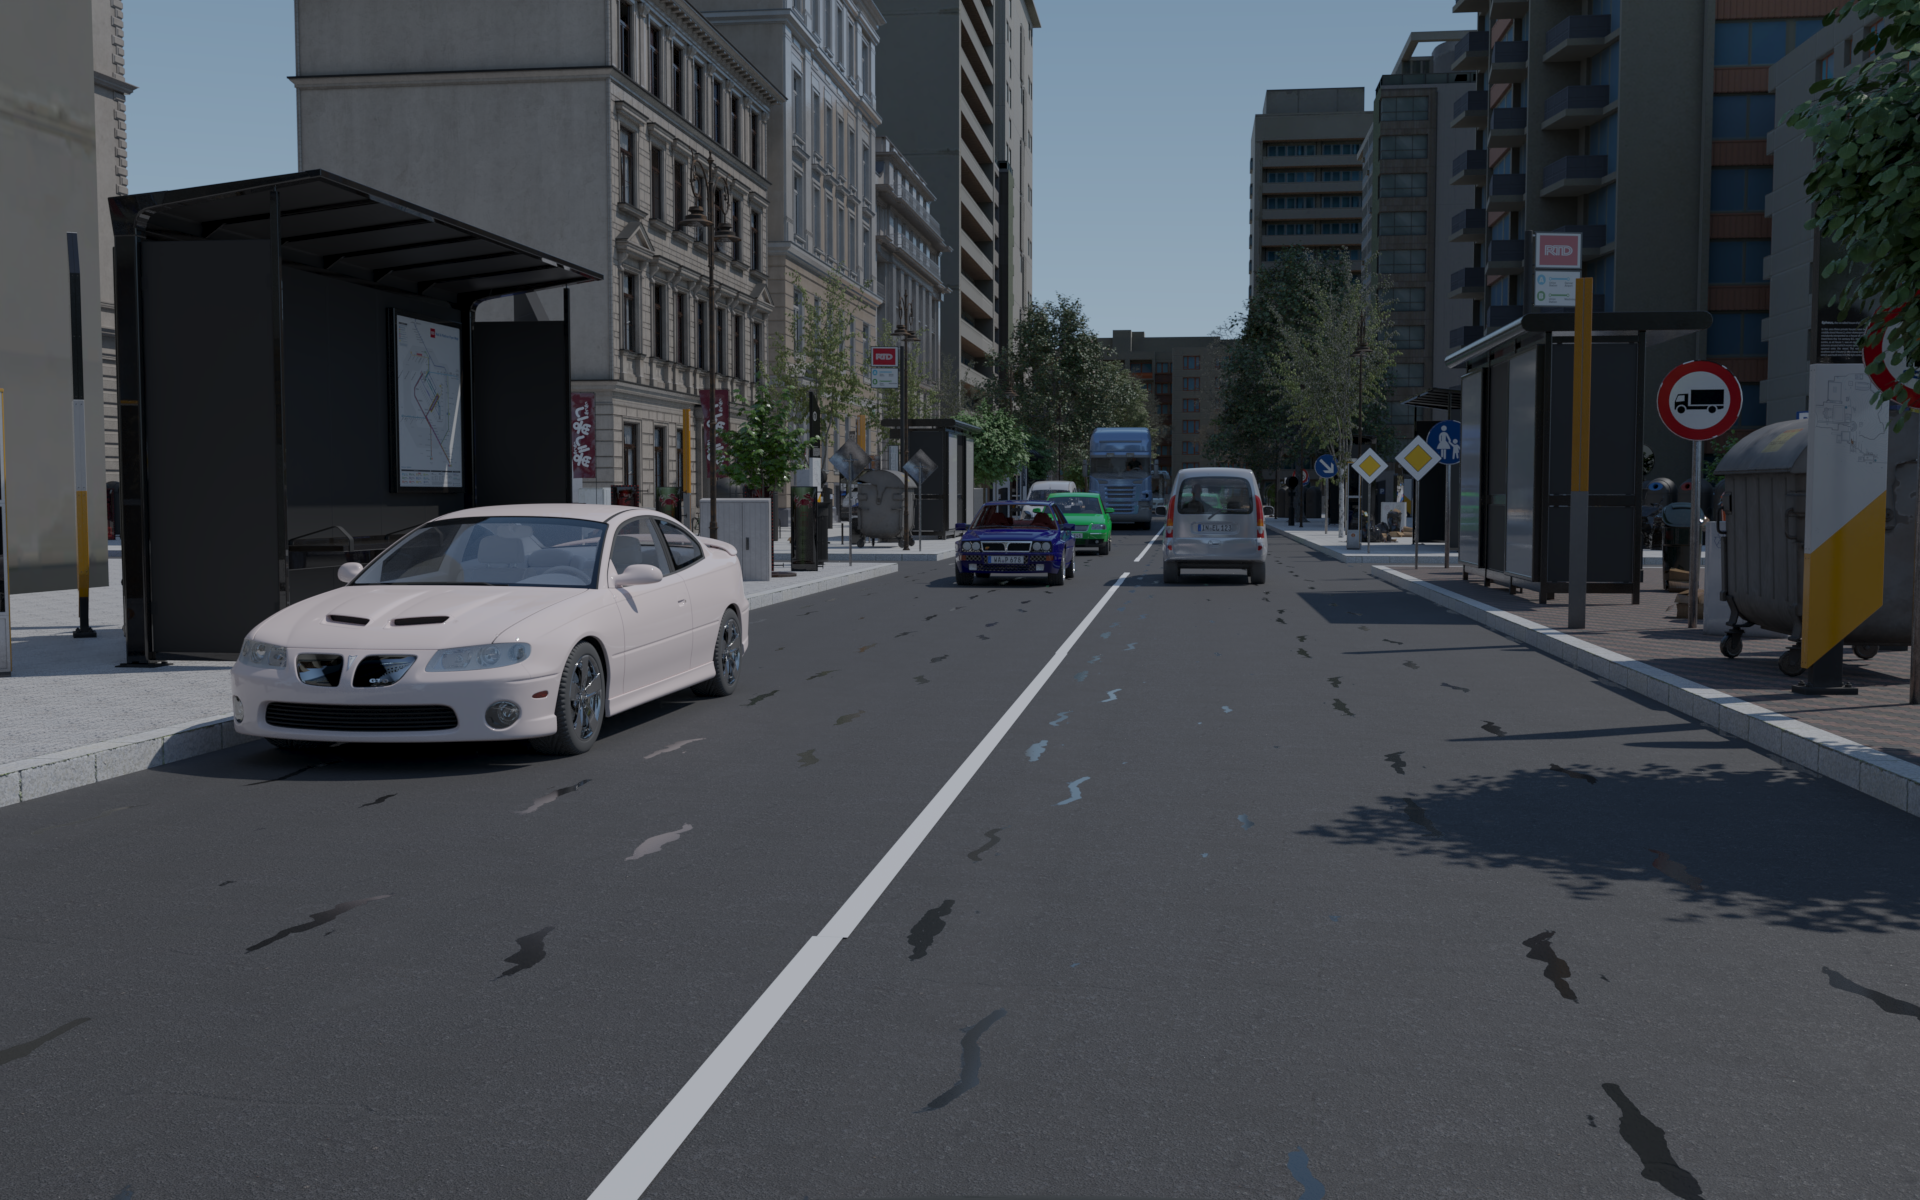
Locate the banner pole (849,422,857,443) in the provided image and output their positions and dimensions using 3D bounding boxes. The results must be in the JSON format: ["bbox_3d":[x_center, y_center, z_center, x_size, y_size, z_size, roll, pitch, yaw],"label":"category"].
[{"bbox_3d":[-3.671,-4.295,60.243,0.401,3.779,0.863,-2,4,-30],"label":"banner pole"}]

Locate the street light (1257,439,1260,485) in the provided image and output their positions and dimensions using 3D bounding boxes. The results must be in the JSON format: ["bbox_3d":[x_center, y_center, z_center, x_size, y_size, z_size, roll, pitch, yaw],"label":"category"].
[{"bbox_3d":[19.014,-8.430,110.617,0.468,5.910,1.993,0,4,8],"label":"street light"}]

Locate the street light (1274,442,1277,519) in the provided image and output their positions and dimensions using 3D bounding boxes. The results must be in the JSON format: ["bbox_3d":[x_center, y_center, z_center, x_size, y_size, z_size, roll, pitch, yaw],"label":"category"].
[{"bbox_3d":[16.139,-7.068,88.355,0.468,5.910,1.993,0,4,8],"label":"street light"}]

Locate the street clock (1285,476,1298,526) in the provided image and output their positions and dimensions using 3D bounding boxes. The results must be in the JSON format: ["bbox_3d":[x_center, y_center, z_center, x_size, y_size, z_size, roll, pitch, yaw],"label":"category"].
[{"bbox_3d":[13.384,-3.995,69.890,0.471,2.002,0.358,-1,4,-22],"label":"street clock"}]

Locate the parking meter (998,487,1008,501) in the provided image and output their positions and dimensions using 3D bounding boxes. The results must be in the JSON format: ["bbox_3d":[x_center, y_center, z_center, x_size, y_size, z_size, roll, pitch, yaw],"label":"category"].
[{"bbox_3d":[1.653,-3.554,66.518,0.372,1.533,0.369,0,3,0],"label":"parking meter"}]

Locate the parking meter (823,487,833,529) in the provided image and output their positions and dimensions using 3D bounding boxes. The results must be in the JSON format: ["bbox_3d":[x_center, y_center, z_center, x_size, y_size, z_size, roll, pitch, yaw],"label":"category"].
[{"bbox_3d":[-4.876,-3.389,63.816,0.372,1.533,0.369,0,3,0],"label":"parking meter"}]

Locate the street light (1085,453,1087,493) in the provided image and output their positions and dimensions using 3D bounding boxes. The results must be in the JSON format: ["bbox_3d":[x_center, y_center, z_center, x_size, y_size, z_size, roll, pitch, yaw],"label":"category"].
[{"bbox_3d":[7.703,-8.143,105.930,0.468,5.910,1.993,0,4,8],"label":"street light"}]

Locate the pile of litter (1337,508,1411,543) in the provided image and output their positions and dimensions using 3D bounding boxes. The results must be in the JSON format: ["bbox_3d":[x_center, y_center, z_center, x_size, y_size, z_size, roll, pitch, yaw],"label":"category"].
[{"bbox_3d":[10.917,-1.973,46.225,1.176,0.858,1.719,-2,4,-26],"label":"pile of litter"}]

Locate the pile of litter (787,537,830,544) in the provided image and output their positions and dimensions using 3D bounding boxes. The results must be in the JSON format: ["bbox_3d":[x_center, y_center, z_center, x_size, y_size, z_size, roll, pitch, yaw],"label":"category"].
[{"bbox_3d":[-3.908,-1.892,44.902,1.176,0.858,1.719,0,4,5],"label":"pile of litter"}]

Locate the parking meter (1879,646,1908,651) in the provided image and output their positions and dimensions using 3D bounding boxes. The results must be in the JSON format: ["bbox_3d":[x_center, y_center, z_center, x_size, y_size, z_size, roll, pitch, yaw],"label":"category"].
[{"bbox_3d":[7.652,-0.523,14.266,0.399,1.863,0.255,1,4,18],"label":"parking meter"}]

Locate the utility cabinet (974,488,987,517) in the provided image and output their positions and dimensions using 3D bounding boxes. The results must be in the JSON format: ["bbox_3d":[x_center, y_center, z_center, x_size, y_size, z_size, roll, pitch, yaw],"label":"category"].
[{"bbox_3d":[0.422,-3.465,65.324,1.173,1.500,0.318,1,4,16],"label":"utility cabinet"}]

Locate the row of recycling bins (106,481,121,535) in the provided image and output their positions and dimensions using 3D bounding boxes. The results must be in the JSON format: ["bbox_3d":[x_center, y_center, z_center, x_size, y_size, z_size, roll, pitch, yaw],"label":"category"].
[{"bbox_3d":[-26.834,-2.956,55.442,1.069,1.692,3.534,0,4,4],"label":"row of recycling bins"}]

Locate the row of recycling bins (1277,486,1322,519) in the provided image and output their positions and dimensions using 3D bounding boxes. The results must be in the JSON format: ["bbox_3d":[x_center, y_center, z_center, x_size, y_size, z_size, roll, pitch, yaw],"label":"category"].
[{"bbox_3d":[18.092,-5.220,92.455,1.069,1.692,3.534,-1,4,-22],"label":"row of recycling bins"}]

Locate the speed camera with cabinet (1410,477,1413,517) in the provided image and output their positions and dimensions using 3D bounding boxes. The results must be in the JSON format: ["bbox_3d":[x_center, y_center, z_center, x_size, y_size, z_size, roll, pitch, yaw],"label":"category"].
[{"bbox_3d":[25.415,-6.261,96.706,0.660,3.252,2.038,3,5,41],"label":"speed camera with cabinet"}]

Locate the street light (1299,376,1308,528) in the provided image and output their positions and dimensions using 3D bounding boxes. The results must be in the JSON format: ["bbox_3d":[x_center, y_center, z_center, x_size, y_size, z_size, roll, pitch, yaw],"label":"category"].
[{"bbox_3d":[13.098,-5.720,66.316,0.468,5.910,1.993,0,4,8],"label":"street light"}]

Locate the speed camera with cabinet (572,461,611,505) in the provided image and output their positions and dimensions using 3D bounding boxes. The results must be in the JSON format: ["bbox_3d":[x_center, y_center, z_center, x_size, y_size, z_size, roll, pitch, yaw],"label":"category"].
[{"bbox_3d":[-10.039,-3.178,46.293,2.038,3.252,0.660,2,4,35],"label":"speed camera with cabinet"}]

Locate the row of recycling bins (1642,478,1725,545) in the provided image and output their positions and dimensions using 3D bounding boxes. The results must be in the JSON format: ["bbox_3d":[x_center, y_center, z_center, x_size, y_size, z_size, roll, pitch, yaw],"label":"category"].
[{"bbox_3d":[18.142,-2.249,43.876,3.534,1.692,1.069,3,5,45],"label":"row of recycling bins"}]

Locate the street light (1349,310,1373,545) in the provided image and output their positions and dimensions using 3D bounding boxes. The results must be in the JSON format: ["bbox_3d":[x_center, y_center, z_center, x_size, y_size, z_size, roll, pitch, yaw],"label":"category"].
[{"bbox_3d":[10.110,-4.342,43.783,0.468,5.910,1.993,0,4,8],"label":"street light"}]

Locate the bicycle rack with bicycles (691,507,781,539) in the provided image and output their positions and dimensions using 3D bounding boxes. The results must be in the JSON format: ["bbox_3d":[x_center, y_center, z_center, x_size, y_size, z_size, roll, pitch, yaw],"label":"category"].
[{"bbox_3d":[-6.617,-2.217,49.631,2.852,0.926,2.925,3,5,39],"label":"bicycle rack with bicycles"}]

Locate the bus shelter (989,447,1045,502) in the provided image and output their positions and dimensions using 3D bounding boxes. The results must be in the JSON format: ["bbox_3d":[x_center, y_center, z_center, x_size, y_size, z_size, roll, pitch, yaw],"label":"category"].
[{"bbox_3d":[2.251,-4.722,71.136,2.014,3.302,5.546,0,4,8],"label":"bus shelter"}]

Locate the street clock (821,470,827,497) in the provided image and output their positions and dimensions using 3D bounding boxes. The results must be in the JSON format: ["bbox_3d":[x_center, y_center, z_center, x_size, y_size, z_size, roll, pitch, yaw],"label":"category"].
[{"bbox_3d":[-4.161,-2.841,51.023,0.471,2.002,0.358,2,4,25],"label":"street clock"}]

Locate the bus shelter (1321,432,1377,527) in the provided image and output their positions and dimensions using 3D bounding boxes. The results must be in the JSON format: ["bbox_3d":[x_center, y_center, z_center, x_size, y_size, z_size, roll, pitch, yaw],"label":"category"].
[{"bbox_3d":[15.310,-4.713,68.348,1.731,3.624,6.357,0,4,7],"label":"bus shelter"}]

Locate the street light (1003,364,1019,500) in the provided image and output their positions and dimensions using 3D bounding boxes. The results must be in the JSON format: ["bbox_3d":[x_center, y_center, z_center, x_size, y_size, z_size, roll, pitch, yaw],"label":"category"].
[{"bbox_3d":[1.822,-5.446,61.826,0.468,5.910,1.993,0,4,8],"label":"street light"}]

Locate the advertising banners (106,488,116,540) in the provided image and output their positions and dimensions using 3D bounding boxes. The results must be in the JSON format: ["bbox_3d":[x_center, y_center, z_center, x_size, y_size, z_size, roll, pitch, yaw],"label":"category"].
[{"bbox_3d":[-23.772,-3.183,48.232,2.074,3.025,0.090,0,4,2],"label":"advertising banners"}]

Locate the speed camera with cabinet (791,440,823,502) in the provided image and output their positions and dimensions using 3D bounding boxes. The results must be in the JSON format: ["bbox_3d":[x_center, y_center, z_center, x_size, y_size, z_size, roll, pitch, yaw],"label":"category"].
[{"bbox_3d":[-5.351,-4.052,60.589,0.660,3.252,2.038,-1,4,-22],"label":"speed camera with cabinet"}]

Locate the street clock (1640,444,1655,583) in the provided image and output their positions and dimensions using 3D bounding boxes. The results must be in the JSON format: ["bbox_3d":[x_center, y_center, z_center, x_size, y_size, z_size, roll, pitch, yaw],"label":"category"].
[{"bbox_3d":[9.787,-1.256,25.098,0.471,2.002,0.358,-1,4,-19],"label":"street clock"}]

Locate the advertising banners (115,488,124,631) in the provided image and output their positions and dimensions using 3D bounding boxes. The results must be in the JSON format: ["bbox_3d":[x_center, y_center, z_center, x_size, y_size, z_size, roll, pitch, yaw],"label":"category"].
[{"bbox_3d":[-7.299,-1.240,16.459,0.090,3.025,2.074,1,4,10],"label":"advertising banners"}]

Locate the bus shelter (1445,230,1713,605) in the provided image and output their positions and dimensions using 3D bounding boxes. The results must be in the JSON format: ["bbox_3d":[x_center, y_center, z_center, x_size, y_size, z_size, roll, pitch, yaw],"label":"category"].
[{"bbox_3d":[8.115,-2.849,24.209,2.179,5.291,8.768,0,4,7],"label":"bus shelter"}]

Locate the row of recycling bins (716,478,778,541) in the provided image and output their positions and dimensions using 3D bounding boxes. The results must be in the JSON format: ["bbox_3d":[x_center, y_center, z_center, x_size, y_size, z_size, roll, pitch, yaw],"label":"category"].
[{"bbox_3d":[-5.648,-2.370,45.864,1.069,1.692,3.534,1,4,14],"label":"row of recycling bins"}]

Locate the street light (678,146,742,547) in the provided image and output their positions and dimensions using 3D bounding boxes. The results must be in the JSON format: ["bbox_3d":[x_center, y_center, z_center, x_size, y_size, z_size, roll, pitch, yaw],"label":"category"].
[{"bbox_3d":[-3.359,-3.100,23.470,0.468,5.910,1.993,0,4,8],"label":"street light"}]

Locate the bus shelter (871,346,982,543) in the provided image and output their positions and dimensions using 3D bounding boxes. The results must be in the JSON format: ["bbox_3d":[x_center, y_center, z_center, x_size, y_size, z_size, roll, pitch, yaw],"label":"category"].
[{"bbox_3d":[-0.993,-4.401,49.595,2.179,5.291,8.768,0,4,8],"label":"bus shelter"}]

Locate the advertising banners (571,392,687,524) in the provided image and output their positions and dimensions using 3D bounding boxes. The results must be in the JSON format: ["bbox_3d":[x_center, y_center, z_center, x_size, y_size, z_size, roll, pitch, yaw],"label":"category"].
[{"bbox_3d":[-5.771,-2.066,29.963,2.074,3.025,0.090,-1,4,-19],"label":"advertising banners"}]

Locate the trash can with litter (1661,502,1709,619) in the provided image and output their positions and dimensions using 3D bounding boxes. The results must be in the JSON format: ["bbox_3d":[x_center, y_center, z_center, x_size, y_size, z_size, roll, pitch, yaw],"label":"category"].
[{"bbox_3d":[7.793,-0.386,17.691,1.055,1.170,0.624,2,4,32],"label":"trash can with litter"}]

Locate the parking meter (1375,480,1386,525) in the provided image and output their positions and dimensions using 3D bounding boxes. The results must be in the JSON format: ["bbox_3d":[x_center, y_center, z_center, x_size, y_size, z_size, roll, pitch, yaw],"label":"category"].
[{"bbox_3d":[17.242,-3.999,71.099,0.399,1.863,0.255,-1,4,-16],"label":"parking meter"}]

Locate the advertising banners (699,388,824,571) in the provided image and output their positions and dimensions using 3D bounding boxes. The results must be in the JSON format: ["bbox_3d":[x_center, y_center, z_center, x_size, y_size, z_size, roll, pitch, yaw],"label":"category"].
[{"bbox_3d":[-3.306,-1.991,28.734,2.074,3.025,0.090,0,4,4],"label":"advertising banners"}]

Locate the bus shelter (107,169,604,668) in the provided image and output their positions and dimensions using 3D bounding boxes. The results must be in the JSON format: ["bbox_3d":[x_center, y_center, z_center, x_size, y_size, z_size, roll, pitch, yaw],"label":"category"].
[{"bbox_3d":[-5.069,-1.496,15.741,1.731,3.624,6.357,0,4,7],"label":"bus shelter"}]

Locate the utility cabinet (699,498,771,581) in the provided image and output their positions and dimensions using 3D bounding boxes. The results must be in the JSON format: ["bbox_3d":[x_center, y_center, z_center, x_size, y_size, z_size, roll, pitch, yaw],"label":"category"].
[{"bbox_3d":[-3.314,-0.882,25.578,1.020,1.237,0.306,0,4,0],"label":"utility cabinet"}]

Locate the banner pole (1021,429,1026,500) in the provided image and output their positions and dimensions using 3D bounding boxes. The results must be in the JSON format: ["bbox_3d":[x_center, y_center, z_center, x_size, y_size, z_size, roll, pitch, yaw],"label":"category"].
[{"bbox_3d":[2.439,-4.682,66.564,0.401,3.779,0.863,1,4,15],"label":"banner pole"}]

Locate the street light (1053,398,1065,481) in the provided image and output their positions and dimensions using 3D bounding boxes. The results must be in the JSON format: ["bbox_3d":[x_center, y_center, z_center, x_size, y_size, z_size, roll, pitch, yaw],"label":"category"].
[{"bbox_3d":[4.811,-6.794,83.872,0.468,5.910,1.993,0,4,8],"label":"street light"}]

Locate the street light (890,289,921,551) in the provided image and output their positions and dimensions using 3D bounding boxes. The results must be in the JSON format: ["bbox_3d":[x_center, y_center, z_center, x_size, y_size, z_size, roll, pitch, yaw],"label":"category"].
[{"bbox_3d":[-1.223,-4.066,39.268,0.468,5.910,1.993,0,4,8],"label":"street light"}]

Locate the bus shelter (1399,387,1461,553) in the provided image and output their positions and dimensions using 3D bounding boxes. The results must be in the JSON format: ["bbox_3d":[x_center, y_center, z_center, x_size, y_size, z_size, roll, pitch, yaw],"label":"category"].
[{"bbox_3d":[11.615,-3.041,40.997,1.731,3.624,6.357,0,4,8],"label":"bus shelter"}]
